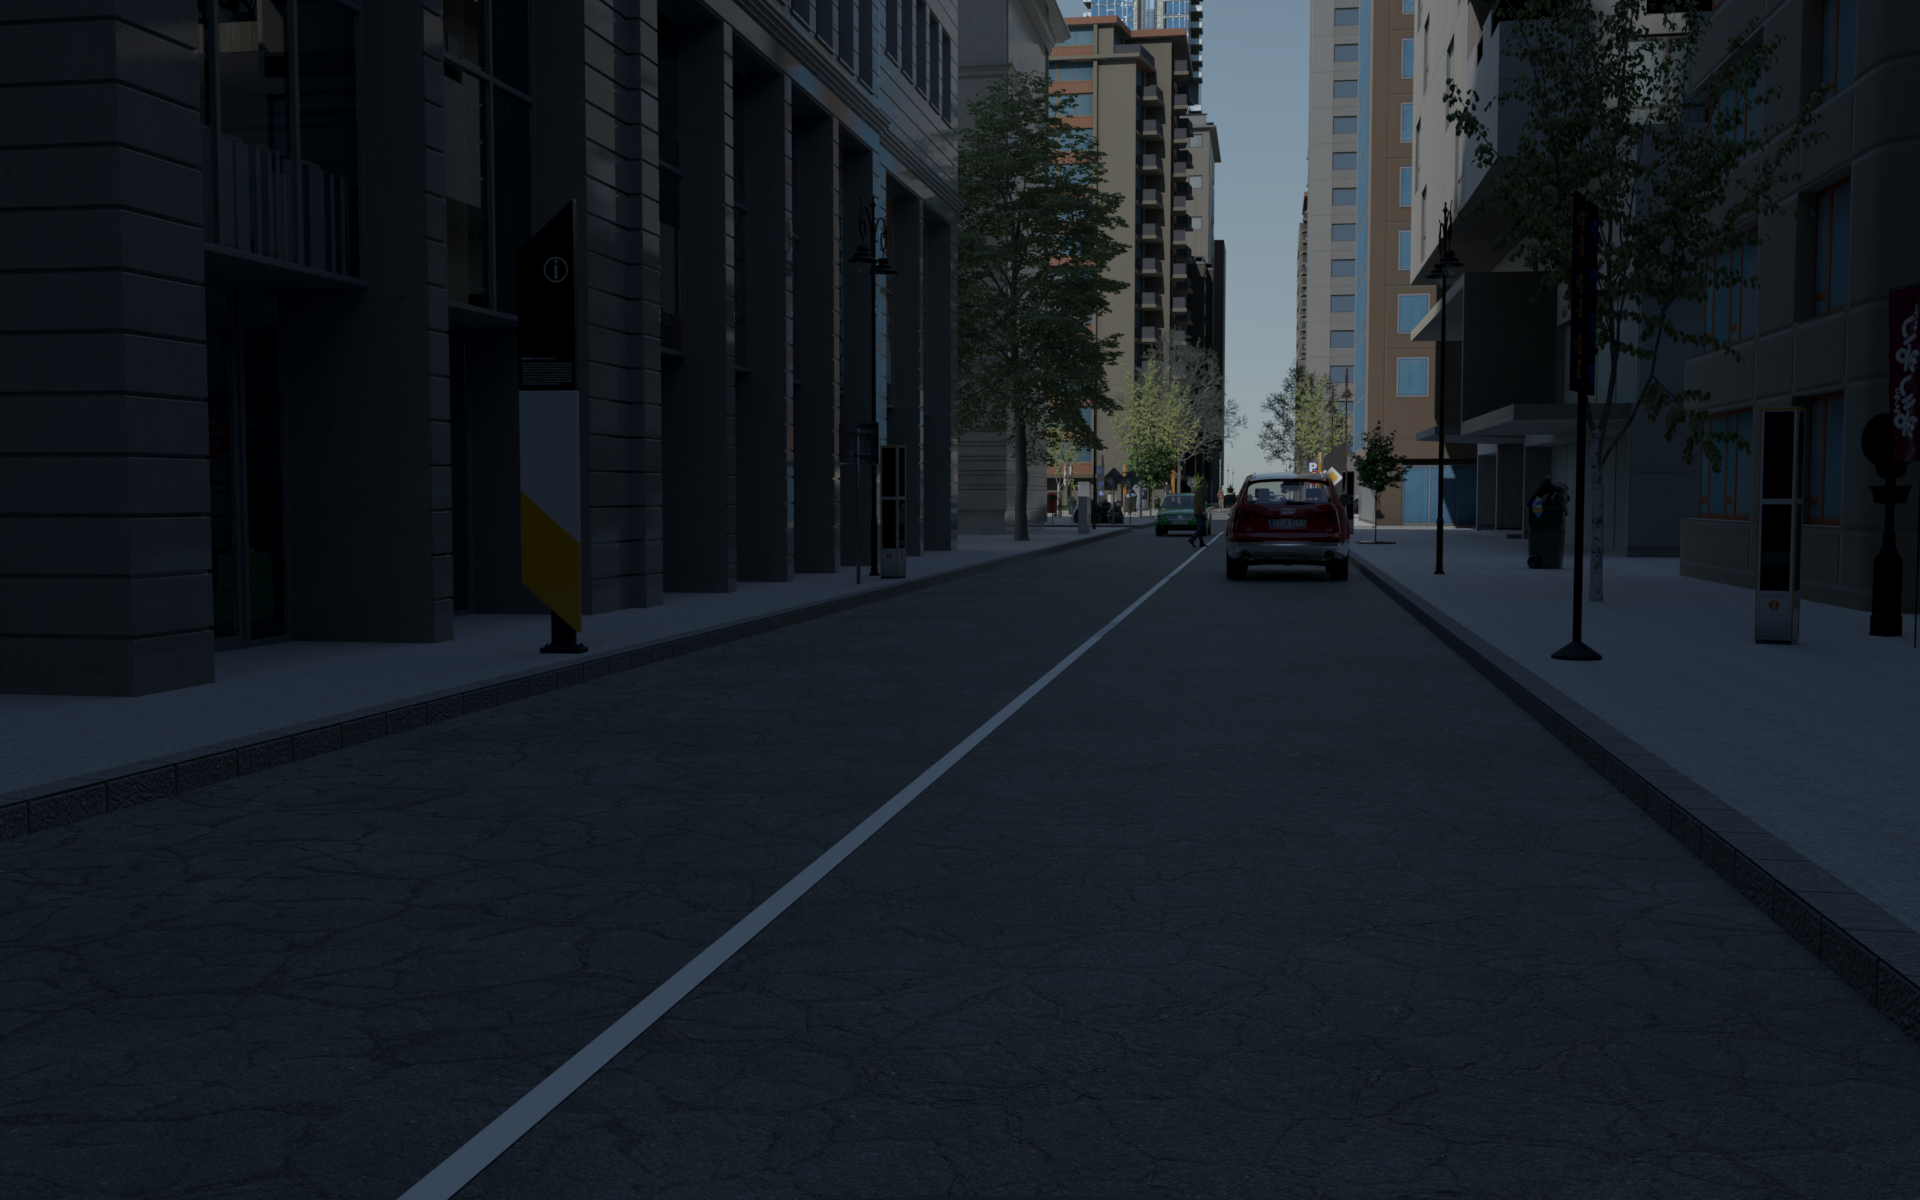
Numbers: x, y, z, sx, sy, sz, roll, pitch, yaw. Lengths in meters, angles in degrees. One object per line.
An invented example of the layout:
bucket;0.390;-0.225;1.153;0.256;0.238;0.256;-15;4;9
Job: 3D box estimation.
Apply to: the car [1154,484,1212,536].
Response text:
car;7.793;-3.147;60.253;1.959;1.807;4.718;1;4;11

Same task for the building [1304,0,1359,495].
building;42.687;-37.756;159.307;21.231;58.520;28.212;1;4;10

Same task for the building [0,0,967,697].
building;-7.929;-15.165;25.435;11.434;29.767;29.804;1;4;10

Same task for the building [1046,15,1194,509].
building;10.471;-31.099;163.099;22.147;44.769;28.867;1;4;10

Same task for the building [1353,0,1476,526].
building;24.558;-25.922;73.940;14.200;45.320;14.600;1;4;10

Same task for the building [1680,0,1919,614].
building;22.454;-10.095;10.099;27.650;21.520;28.899;1;4;10

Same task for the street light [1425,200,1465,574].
street light;7.678;-3.350;27.564;0.468;5.910;1.993;1;4;10

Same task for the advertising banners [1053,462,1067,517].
advertising banners;5.592;-6.158;96.864;0.090;3.025;2.074;-1;4;-18

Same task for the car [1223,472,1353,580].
car;5.761;-1.334;30.481;2.281;1.827;5.304;1;4;11

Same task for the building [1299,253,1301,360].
building;59.064;-36.017;243.494;22.147;44.769;28.867;1;4;10

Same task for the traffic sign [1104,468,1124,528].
traffic sign;5.772;-3.753;65.003;0.795;2.450;0.064;1;4;10

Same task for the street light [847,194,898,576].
street light;-1.345;-3.318;27.031;0.468;5.910;1.993;1;4;10

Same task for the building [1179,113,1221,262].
building;22.058;-40.156;245.787;28.713;52.752;27.495;1;4;10

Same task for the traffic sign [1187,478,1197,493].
traffic sign;17.975;-8.195;134.088;0.768;2.556;0.104;1;4;11

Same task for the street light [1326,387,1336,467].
street light;16.000;-6.221;74.499;0.468;5.910;1.993;1;4;10

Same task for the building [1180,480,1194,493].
building;10.028;-30.480;190.230;32.217;40.220;23.993;1;4;10

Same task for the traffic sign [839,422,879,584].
traffic sign;-1.443;-1.375;24.611;0.606;2.300;0.079;1;4;18

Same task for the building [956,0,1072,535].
building;-7.321;-13.710;60.319;21.152;22.565;11.583;1;4;10

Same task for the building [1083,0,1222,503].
building;30.450;-58.742;273.096;22.319;86.520;31.000;1;4;10

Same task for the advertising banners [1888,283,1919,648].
advertising banners;7.994;-1.078;13.814;0.090;3.025;2.074;0;4;-4

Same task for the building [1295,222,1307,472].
building;67.086;-40.698;289.111;21.300;48.544;21.600;1;4;10

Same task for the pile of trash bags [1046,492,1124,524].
pile of trash bags;5.326;-4.004;75.221;3.447;1.369;1.912;-1;4;-10

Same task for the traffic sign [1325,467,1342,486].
traffic sign;13.639;-3.666;63.586;0.795;2.450;0.064;1;4;10

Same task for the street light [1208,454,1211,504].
street light;26.512;-12.919;184.016;0.468;5.910;1.993;1;4;10

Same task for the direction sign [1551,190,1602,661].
direction sign;4.805;-1.309;13.392;0.379;3.537;0.876;2;4;30

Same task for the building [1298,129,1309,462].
building;48.792;-32.614;187.864;22.147;44.769;28.867;1;4;10

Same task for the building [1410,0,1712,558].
building;26.830;-27.879;45.064;28.713;52.752;27.495;1;4;10

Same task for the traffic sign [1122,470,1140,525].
traffic sign;7.173;-4.234;72.865;0.795;2.450;0.064;1;4;10

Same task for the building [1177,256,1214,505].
building;23.206;-26.723;208.627;14.160;30.474;14.107;1;4;10

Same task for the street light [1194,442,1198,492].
street light;20.216;-10.755;148.631;0.468;5.910;1.993;1;4;10

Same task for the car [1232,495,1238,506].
car;31.381;-11.102;193.881;2.083;1.381;4.827;1;4;9

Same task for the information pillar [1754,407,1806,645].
information pillar;7.016;-0.632;14.817;0.304;2.012;0.304;3;4;36

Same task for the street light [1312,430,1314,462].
street light;22.330;-8.373;109.679;0.468;5.910;1.993;1;4;10

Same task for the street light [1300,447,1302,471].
street light;29.411;-10.816;149.628;0.468;5.910;1.993;1;4;10

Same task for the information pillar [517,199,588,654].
information pillar;-3.284;-1.380;13.911;0.504;3.616;0.183;0;4;8

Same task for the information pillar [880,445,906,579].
information pillar;-1.014;-1.332;26.273;0.304;2.012;0.304;1;4;23

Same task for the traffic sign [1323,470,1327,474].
traffic sign;15.040;-4.147;71.448;0.795;2.450;0.064;1;4;10

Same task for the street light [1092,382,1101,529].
street light;4.906;-5.527;63.159;0.468;5.910;1.993;1;4;10

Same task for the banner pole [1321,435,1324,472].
banner pole;15.203;-5.057;72.694;0.401;3.779;0.863;1;4;8

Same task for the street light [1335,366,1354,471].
street light;13.993;-5.507;62.823;0.468;5.910;1.993;1;4;10

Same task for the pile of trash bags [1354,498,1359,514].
pile of trash bags;25.367;-6.244;111.838;1.912;1.369;3.447;-1;4;-20

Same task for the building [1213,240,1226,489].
building;38.129;-39.498;295.903;14.600;45.320;14.200;1;4;10

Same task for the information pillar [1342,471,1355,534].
information pillar;12.431;-3.120;55.502;0.304;2.012;0.304;-1;4;-15

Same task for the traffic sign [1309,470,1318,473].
traffic sign;18.900;-5.655;92.557;0.768;2.556;0.104;1;4;11
